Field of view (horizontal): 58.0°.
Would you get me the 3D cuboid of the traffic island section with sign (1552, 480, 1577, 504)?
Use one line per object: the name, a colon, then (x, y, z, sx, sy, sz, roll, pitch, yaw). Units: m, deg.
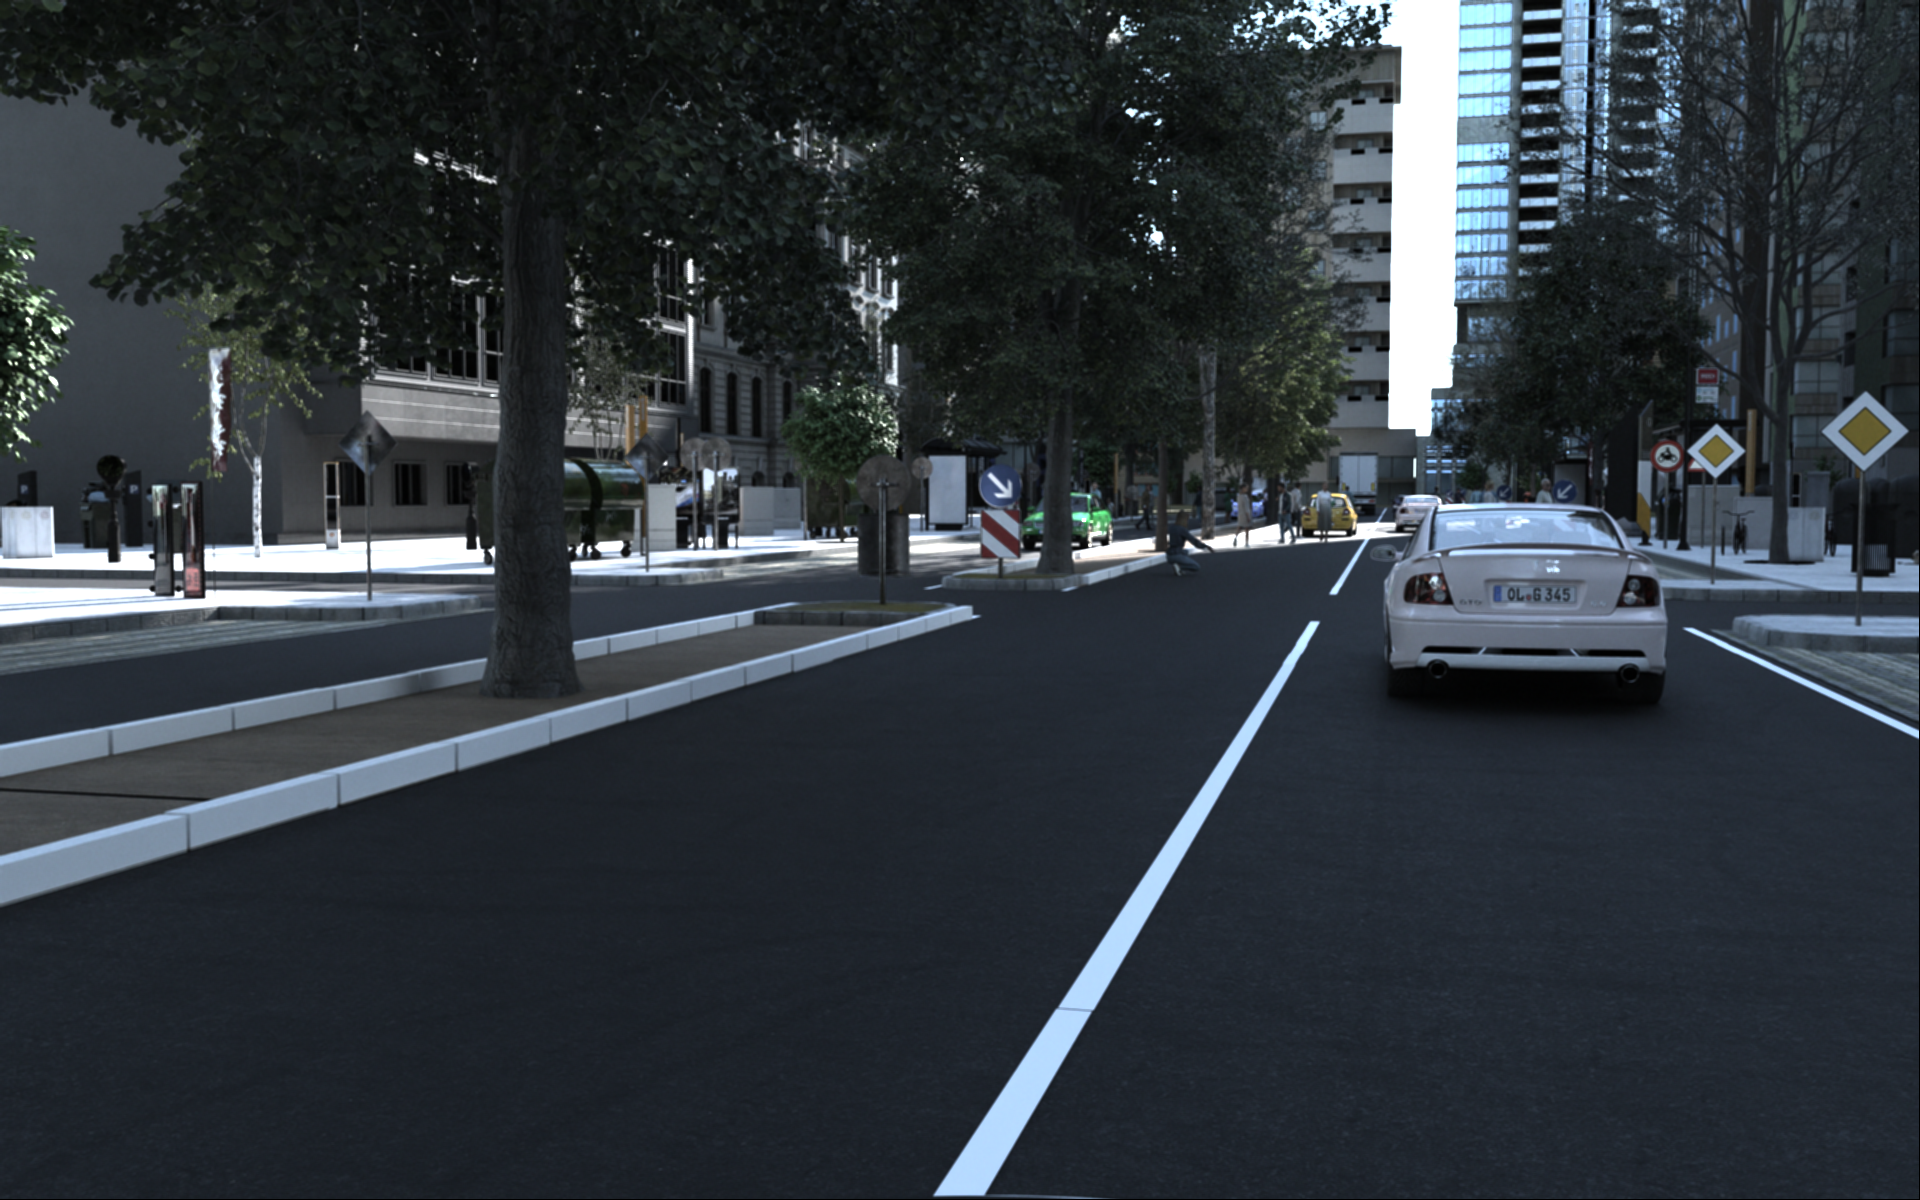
traffic island section with sign: (16.728, -2.437, 48.476, 1.989, 1.847, 2.006, 1, 4, 14)

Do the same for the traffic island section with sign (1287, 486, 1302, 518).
traffic island section with sign: (19.067, -5.597, 99.645, 2.006, 1.907, 1.989, 1, 4, 14)

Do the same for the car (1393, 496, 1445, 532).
car: (17.702, -3.313, 66.524, 2.083, 1.381, 4.827, 1, 4, 13)

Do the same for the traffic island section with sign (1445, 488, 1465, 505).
traffic island section with sign: (35.667, -7.050, 123.901, 1.989, 1.847, 2.006, 1, 4, 14)

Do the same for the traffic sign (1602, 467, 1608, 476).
traffic sign: (21.886, -3.469, 57.910, 0.795, 2.450, 0.064, 1, 4, 23)

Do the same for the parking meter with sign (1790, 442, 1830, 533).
parking meter with sign: (28.690, -3.769, 57.878, 1.738, 3.016, 0.543, 2, 4, 29)

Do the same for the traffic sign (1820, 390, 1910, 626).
traffic sign: (8.744, -0.805, 16.802, 0.795, 2.450, 0.064, 1, 4, 14)

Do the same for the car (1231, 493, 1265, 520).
car: (16.176, -5.375, 97.476, 1.945, 1.707, 3.694, 1, 4, 13)

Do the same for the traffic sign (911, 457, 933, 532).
traffic sign: (-1.309, -3.606, 59.066, 0.768, 2.556, 0.104, 1, 4, 16)

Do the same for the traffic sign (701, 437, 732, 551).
traffic sign: (-5.459, -2.362, 38.726, 0.768, 2.556, 0.104, 1, 4, 22)

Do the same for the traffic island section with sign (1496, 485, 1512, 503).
traffic island section with sign: (23.288, -4.036, 74.624, 1.989, 1.847, 2.006, 1, 4, 14)

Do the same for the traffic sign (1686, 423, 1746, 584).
traffic sign: (10.689, -1.279, 24.548, 0.795, 2.450, 0.064, 1, 4, 14)

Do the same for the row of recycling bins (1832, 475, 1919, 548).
row of recycling bins: (23.899, -2.296, 44.654, 3.534, 1.692, 1.069, -2, 4, -28)

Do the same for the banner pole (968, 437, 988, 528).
banner pole: (0.665, -4.678, 66.499, 0.863, 3.779, 0.401, 0, 4, -7)

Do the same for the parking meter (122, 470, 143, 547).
parking meter: (-20.078, -2.220, 42.011, 0.399, 1.863, 0.255, -3, 5, -40)

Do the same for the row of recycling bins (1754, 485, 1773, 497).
row of recycling bins: (36.033, -4.293, 77.311, 1.069, 1.692, 3.534, 2, 4, 31)

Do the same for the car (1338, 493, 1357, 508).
car: (24.384, -6.241, 110.841, 1.959, 1.807, 4.718, 1, 4, 14)

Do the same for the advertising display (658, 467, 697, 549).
advertising display: (-6.577, -2.167, 40.645, 0.974, 1.923, 0.123, -1, 4, -22)

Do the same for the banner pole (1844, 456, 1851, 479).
banner pole: (39.757, -5.340, 77.322, 0.863, 3.779, 0.401, 1, 4, 22)

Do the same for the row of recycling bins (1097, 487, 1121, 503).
row of recycling bins: (8.636, -5.763, 101.343, 1.069, 1.692, 3.534, 1, 4, 21)

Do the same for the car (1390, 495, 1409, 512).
car: (35.166, -7.635, 137.405, 1.945, 1.354, 3.894, 1, 4, 12)

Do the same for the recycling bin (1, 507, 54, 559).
recycling bin: (-18.632, -1.349, 34.609, 0.722, 1.027, 0.722, 3, 4, 38)

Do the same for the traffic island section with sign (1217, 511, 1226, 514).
traffic island section with sign: (19.941, -7.254, 127.226, 1.989, 1.847, 2.006, 1, 4, 14)

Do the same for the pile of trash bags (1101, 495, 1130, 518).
pile of trash bags: (8.302, -5.210, 94.931, 3.447, 1.369, 1.912, -3, 5, -42)

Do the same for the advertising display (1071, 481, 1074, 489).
advertising display: (5.312, -5.066, 88.048, 0.974, 1.923, 0.123, 1, 4, 12)

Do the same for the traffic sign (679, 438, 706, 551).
traffic sign: (-5.986, -2.383, 39.073, 0.768, 2.556, 0.104, 1, 4, 16)

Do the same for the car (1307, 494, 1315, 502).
car: (19.527, -5.126, 92.611, 1.959, 1.807, 4.718, 1, 4, 14)

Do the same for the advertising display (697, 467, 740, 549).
advertising display: (-5.630, -2.166, 40.628, 0.974, 1.923, 0.123, -2, 4, -34)

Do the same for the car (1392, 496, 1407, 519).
car: (26.435, -5.469, 101.994, 1.945, 1.354, 3.894, 1, 4, 14)

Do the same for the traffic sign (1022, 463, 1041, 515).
traffic sign: (2.894, -4.300, 70.417, 0.768, 2.556, 0.104, 1, 4, 19)

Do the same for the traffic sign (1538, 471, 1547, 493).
traffic sign: (32.041, -5.854, 95.820, 0.768, 2.556, 0.104, 1, 4, 22)

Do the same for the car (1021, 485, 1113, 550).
car: (2.891, -2.280, 46.078, 1.959, 1.807, 4.718, 1, 4, 16)

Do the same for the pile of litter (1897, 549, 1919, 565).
pile of litter: (17.978, -1.079, 31.613, 1.719, 0.858, 1.176, 0, 4, 7)

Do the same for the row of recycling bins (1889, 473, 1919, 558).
row of recycling bins: (20.273, -1.730, 35.403, 3.534, 1.692, 1.069, -2, 4, -27)

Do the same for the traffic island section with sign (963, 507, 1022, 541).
traffic island section with sign: (1.276, -2.708, 52.904, 1.989, 1.847, 2.006, 1, 4, 14)

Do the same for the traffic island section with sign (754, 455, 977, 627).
traffic island section with sign: (-1.047, -0.700, 19.578, 2.006, 1.907, 1.989, 1, 4, 14)

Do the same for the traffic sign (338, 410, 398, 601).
traffic sign: (-7.105, -1.049, 20.790, 0.795, 2.450, 0.064, 1, 4, 14)

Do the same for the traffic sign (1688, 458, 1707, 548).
traffic sign: (17.620, -2.510, 41.050, 0.884, 2.594, 0.081, 1, 4, 22)

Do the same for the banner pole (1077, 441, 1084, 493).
banner pole: (5.707, -5.636, 82.164, 0.401, 3.779, 0.863, -1, 4, -19)

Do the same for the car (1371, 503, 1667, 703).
car: (4.247, -0.065, 13.420, 2.083, 1.381, 4.827, 1, 4, 14)

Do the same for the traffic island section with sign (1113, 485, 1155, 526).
traffic island section with sign: (7.839, -4.307, 79.051, 1.989, 1.847, 2.006, 1, 4, 14)

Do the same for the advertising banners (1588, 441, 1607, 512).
advertising banners: (20.640, -3.664, 56.090, 0.090, 3.025, 2.074, 0, 4, 4)

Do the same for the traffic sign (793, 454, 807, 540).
traffic sign: (-4.277, -2.921, 47.857, 0.768, 2.556, 0.104, 2, 4, 23)

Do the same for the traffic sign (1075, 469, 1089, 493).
traffic sign: (6.100, -5.299, 86.746, 0.768, 2.556, 0.104, 1, 4, 20)

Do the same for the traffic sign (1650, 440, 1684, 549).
traffic sign: (16.554, -2.475, 40.577, 0.768, 2.556, 0.104, 1, 4, 22)

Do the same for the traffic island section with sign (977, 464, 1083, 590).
traffic island section with sign: (0.768, -1.139, 26.760, 2.006, 1.907, 1.989, 1, 4, 14)

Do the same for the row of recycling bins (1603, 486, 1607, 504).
row of recycling bins: (33.515, -5.036, 89.447, 1.069, 1.692, 3.534, -2, 4, -32)

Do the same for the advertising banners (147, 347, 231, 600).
advertising banners: (-9.449, -1.534, 21.261, 2.074, 3.025, 0.090, 3, 5, 39)

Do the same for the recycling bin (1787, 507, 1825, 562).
recycling bin: (16.129, -1.258, 33.124, 0.722, 1.027, 0.722, 2, 4, 26)

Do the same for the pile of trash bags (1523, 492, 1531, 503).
pile of trash bags: (29.905, -4.837, 88.830, 1.912, 1.369, 3.447, -1, 4, -14)

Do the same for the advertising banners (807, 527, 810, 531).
advertising banners: (-5.277, -3.969, 61.074, 0.090, 3.025, 2.074, 0, 4, 2)

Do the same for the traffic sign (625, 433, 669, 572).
traffic sign: (-5.159, -1.522, 28.535, 0.795, 2.450, 0.064, 1, 4, 14)

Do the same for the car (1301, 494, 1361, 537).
car: (12.725, -3.016, 59.542, 2.015, 1.641, 3.980, 1, 4, 16)
